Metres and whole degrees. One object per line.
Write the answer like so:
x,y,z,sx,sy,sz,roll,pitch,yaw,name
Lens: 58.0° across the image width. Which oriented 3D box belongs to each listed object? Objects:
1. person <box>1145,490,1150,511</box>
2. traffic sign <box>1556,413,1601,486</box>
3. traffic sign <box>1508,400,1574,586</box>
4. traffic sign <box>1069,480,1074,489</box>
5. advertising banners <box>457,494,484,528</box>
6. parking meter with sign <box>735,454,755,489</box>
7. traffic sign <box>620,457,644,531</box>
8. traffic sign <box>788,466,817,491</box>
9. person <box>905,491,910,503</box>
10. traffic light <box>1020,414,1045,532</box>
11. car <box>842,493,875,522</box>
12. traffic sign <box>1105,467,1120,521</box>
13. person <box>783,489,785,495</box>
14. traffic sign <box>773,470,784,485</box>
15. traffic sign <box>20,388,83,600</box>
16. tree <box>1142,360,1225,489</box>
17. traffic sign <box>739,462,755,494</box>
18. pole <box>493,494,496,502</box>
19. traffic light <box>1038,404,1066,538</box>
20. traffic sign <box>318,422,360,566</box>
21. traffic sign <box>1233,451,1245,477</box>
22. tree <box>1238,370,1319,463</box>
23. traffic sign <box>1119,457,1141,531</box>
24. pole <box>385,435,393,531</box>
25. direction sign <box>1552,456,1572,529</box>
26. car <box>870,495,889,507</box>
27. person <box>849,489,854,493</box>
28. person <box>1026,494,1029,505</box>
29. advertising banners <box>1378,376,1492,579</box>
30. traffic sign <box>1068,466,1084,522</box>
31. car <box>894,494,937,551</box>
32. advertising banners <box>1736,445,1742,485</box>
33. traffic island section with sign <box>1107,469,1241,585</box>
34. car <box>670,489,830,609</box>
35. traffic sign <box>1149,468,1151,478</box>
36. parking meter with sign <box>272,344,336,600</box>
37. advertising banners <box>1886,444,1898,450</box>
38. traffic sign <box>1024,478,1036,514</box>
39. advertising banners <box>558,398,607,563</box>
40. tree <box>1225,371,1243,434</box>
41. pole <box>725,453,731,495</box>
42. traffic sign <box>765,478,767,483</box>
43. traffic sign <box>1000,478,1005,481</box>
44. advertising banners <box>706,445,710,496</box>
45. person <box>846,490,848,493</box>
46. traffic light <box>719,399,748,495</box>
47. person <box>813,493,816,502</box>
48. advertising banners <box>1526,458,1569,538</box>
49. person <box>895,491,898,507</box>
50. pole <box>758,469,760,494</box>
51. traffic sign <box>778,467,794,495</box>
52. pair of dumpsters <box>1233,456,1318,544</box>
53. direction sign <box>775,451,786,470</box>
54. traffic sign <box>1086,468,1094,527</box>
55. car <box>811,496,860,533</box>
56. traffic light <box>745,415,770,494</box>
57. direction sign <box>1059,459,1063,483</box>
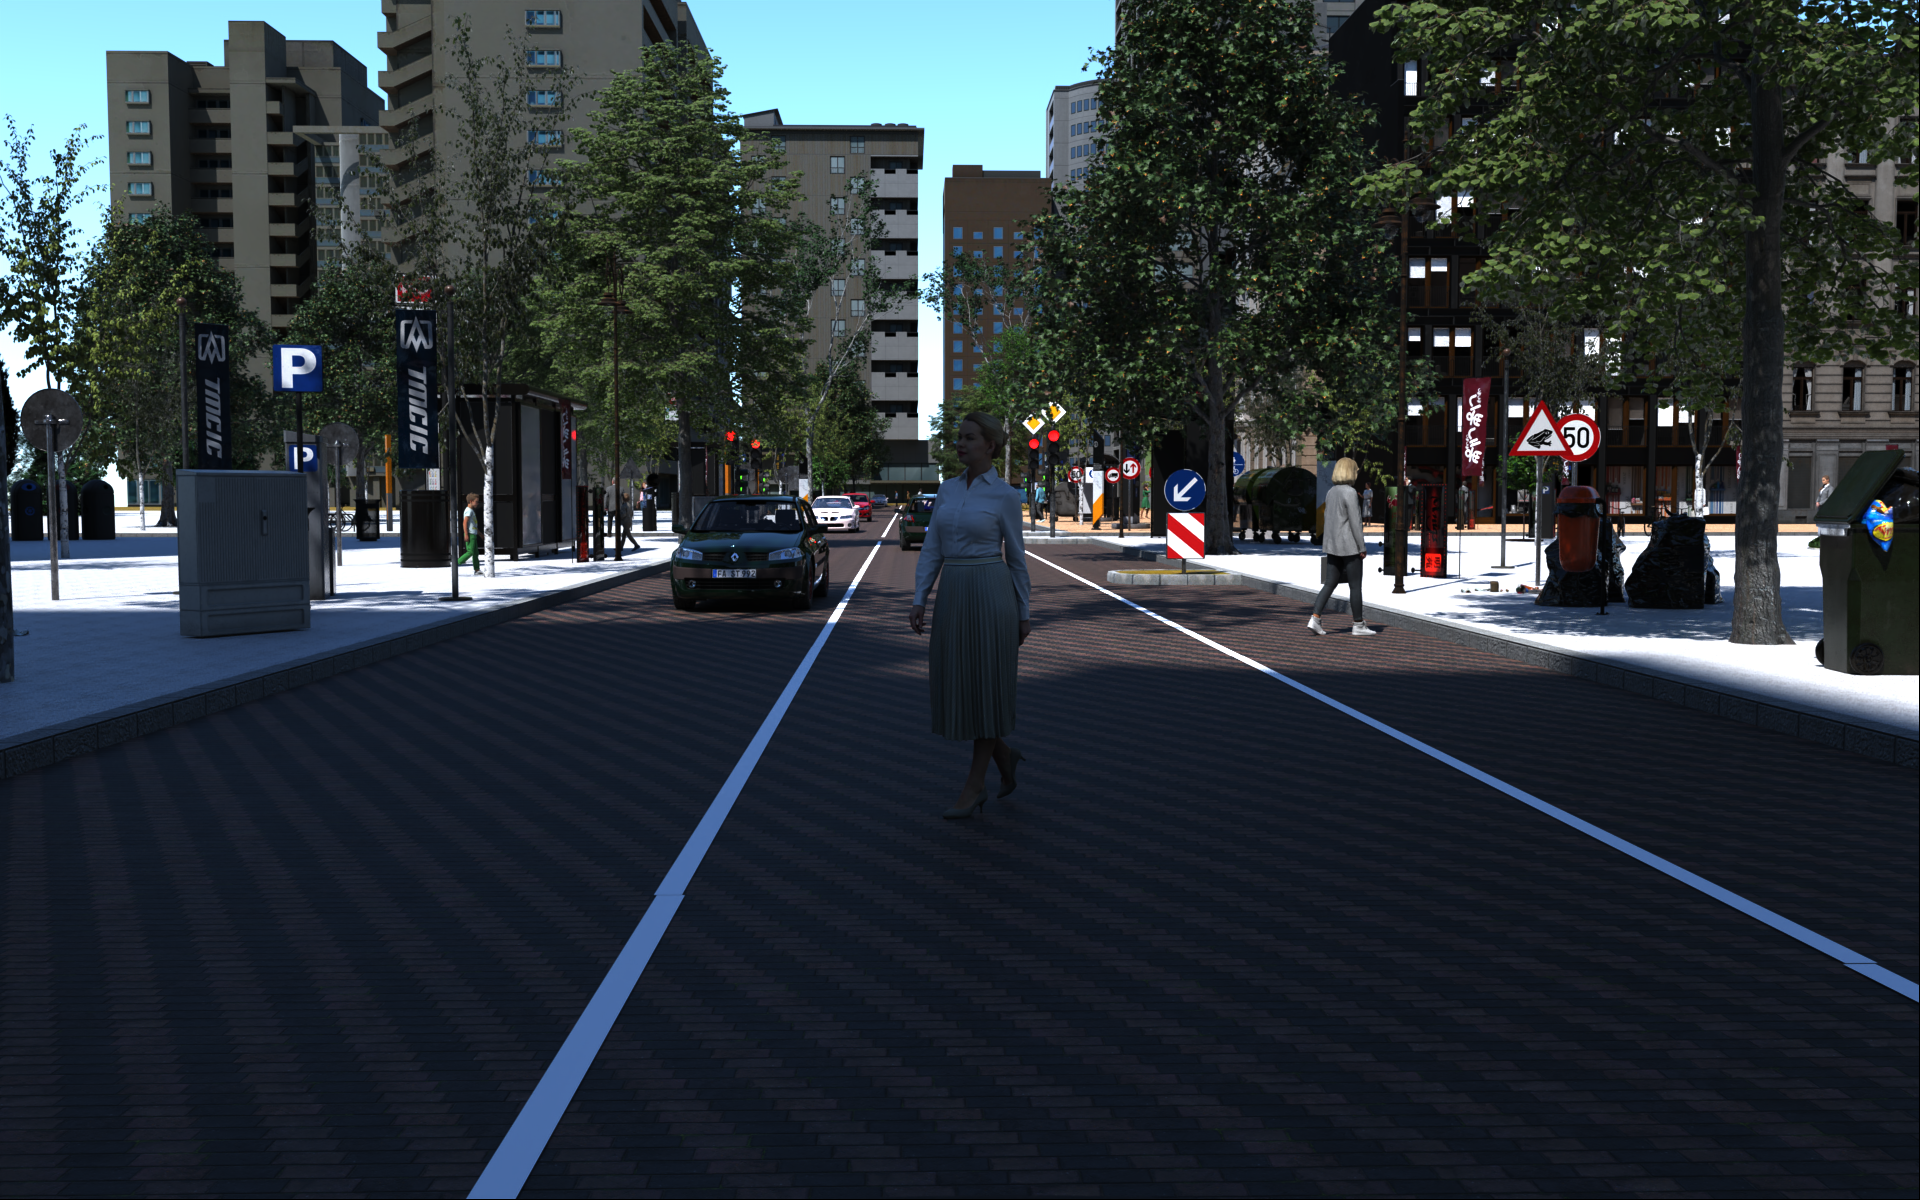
14.299,-7.687,132.270,0.362,1.759,0.519,1,4,18,person
9.692,-1.666,27.339,0.768,2.556,0.104,0,4,1,traffic sign
8.063,-1.474,24.098,0.884,2.594,0.081,0,4,3,traffic sign
7.140,-6.563,109.427,0.606,2.300,0.079,0,4,6,traffic sign
-17.148,-4.042,62.273,2.074,3.025,0.090,0,4,6,advertising banners
-9.255,-4.892,76.252,0.543,3.016,1.738,1,4,21,parking meter with sign
-11.384,-3.664,59.918,0.884,2.594,0.081,0,4,0,traffic sign
-11.207,-7.967,124.130,2.265,3.308,0.079,0,4,3,traffic sign
-5.621,-10.938,187.430,0.705,1.812,1.348,-1,4,-22,person
2.477,-4.284,58.962,0.839,4.253,0.868,0,4,-2,traffic light
-5.511,-4.986,90.566,2.155,1.783,4.494,0,4,-2,car
7.261,-5.019,82.168,0.768,2.556,0.104,0,4,6,traffic sign
-18.698,-10.898,184.089,0.599,1.838,0.709,2,4,35,person
-9.397,-5.527,90.477,0.768,2.556,0.104,0,4,5,traffic sign
-10.937,-1.270,20.863,0.768,2.556,0.104,0,4,2,traffic sign
11.570,-8.915,96.126,4.737,8.622,4.395,0,3,0,tree
-8.455,-4.212,68.964,0.768,2.556,0.104,0,4,6,traffic sign
-13.410,-3.416,49.692,0.158,3.312,0.155,0,3,0,pole
2.714,-3.796,50.981,0.839,4.253,0.868,0,4,-2,traffic light
-11.063,-1.878,30.812,0.768,2.556,0.104,0,4,-1,traffic sign
8.057,-3.137,51.393,0.768,2.556,0.104,0,4,8,traffic sign
14.908,-8.009,81.312,4.360,8.622,3.978,0,3,0,tree
5.882,-3.667,60.061,0.768,2.556,0.104,0,4,-1,traffic sign
-19.648,-4.021,59.579,0.158,3.312,0.155,0,3,0,pole
21.941,-4.352,63.155,0.379,3.537,0.876,-2,4,-31,direction sign
-9.049,-11.115,194.091,2.083,1.381,4.827,0,4,-2,car
-11.948,-11.317,191.008,1.348,1.831,0.705,0,4,-2,person
8.222,-12.223,206.416,0.721,1.766,1.217,-2,4,-27,person
7.255,-1.856,26.531,0.090,3.025,2.074,-2,4,-35,advertising banners
5.297,-4.831,79.099,0.768,2.556,0.104,0,4,6,traffic sign
-0.711,-2.169,45.257,2.009,1.686,4.222,0,4,-3,car
28.051,-4.000,61.593,0.090,3.025,2.074,0,4,-1,advertising banners
3.442,-1.200,28.244,1.989,1.847,2.006,0,4,-2,traffic island section with sign
-2.697,-0.795,22.785,2.009,1.686,4.222,0,4,0,car
8.282,-4.428,72.509,0.768,2.556,0.104,0,4,5,traffic sign
-7.937,-1.521,21.122,0.543,3.016,1.738,-1,4,-14,parking meter with sign
33.091,-3.925,60.354,0.090,3.025,2.074,-1,4,-20,advertising banners
4.370,-6.630,108.501,0.768,2.556,0.104,0,4,7,traffic sign
-7.089,-2.223,32.533,0.090,3.025,2.074,1,4,11,advertising banners
14.508,-9.629,107.794,4.737,8.622,4.395,0,3,0,tree
-8.300,-4.168,61.982,0.158,3.312,0.155,0,3,0,pole
-13.714,-7.315,119.709,0.768,2.556,0.104,0,4,4,traffic sign
3.286,-8.224,134.575,0.768,2.556,0.104,0,4,0,traffic sign
-8.683,-3.877,59.570,0.090,3.025,2.074,0,4,-6,advertising banners
-11.974,-10.727,182.141,1.217,1.736,0.721,2,4,30,person
-6.642,-3.778,50.688,0.839,4.253,0.868,0,4,-2,traffic light
-15.157,-10.416,179.605,0.557,1.426,1.065,1,4,22,person
17.384,-3.354,51.020,2.074,3.025,0.090,-2,4,-35,advertising banners
-7.262,-11.562,197.520,0.705,1.826,1.348,0,4,-7,person
-7.818,-4.461,66.787,0.158,3.312,0.155,0,3,0,pole
-8.103,-4.933,80.757,0.768,2.556,0.104,0,4,-1,traffic sign
8.459,-2.673,46.202,1.574,2.255,4.437,0,4,-2,pair of dumpsters
-9.510,-6.105,91.812,0.379,3.537,0.876,-3,5,-42,direction sign
5.121,-3.932,66.424,0.606,2.300,0.079,0,4,4,traffic sign
-4.776,-3.233,65.215,2.083,1.381,4.827,0,4,-1,car
-6.879,-4.266,58.670,0.839,4.253,0.868,0,4,-2,traffic light
6.433,-7.321,111.698,0.379,3.537,0.876,-2,4,-26,direction sign
